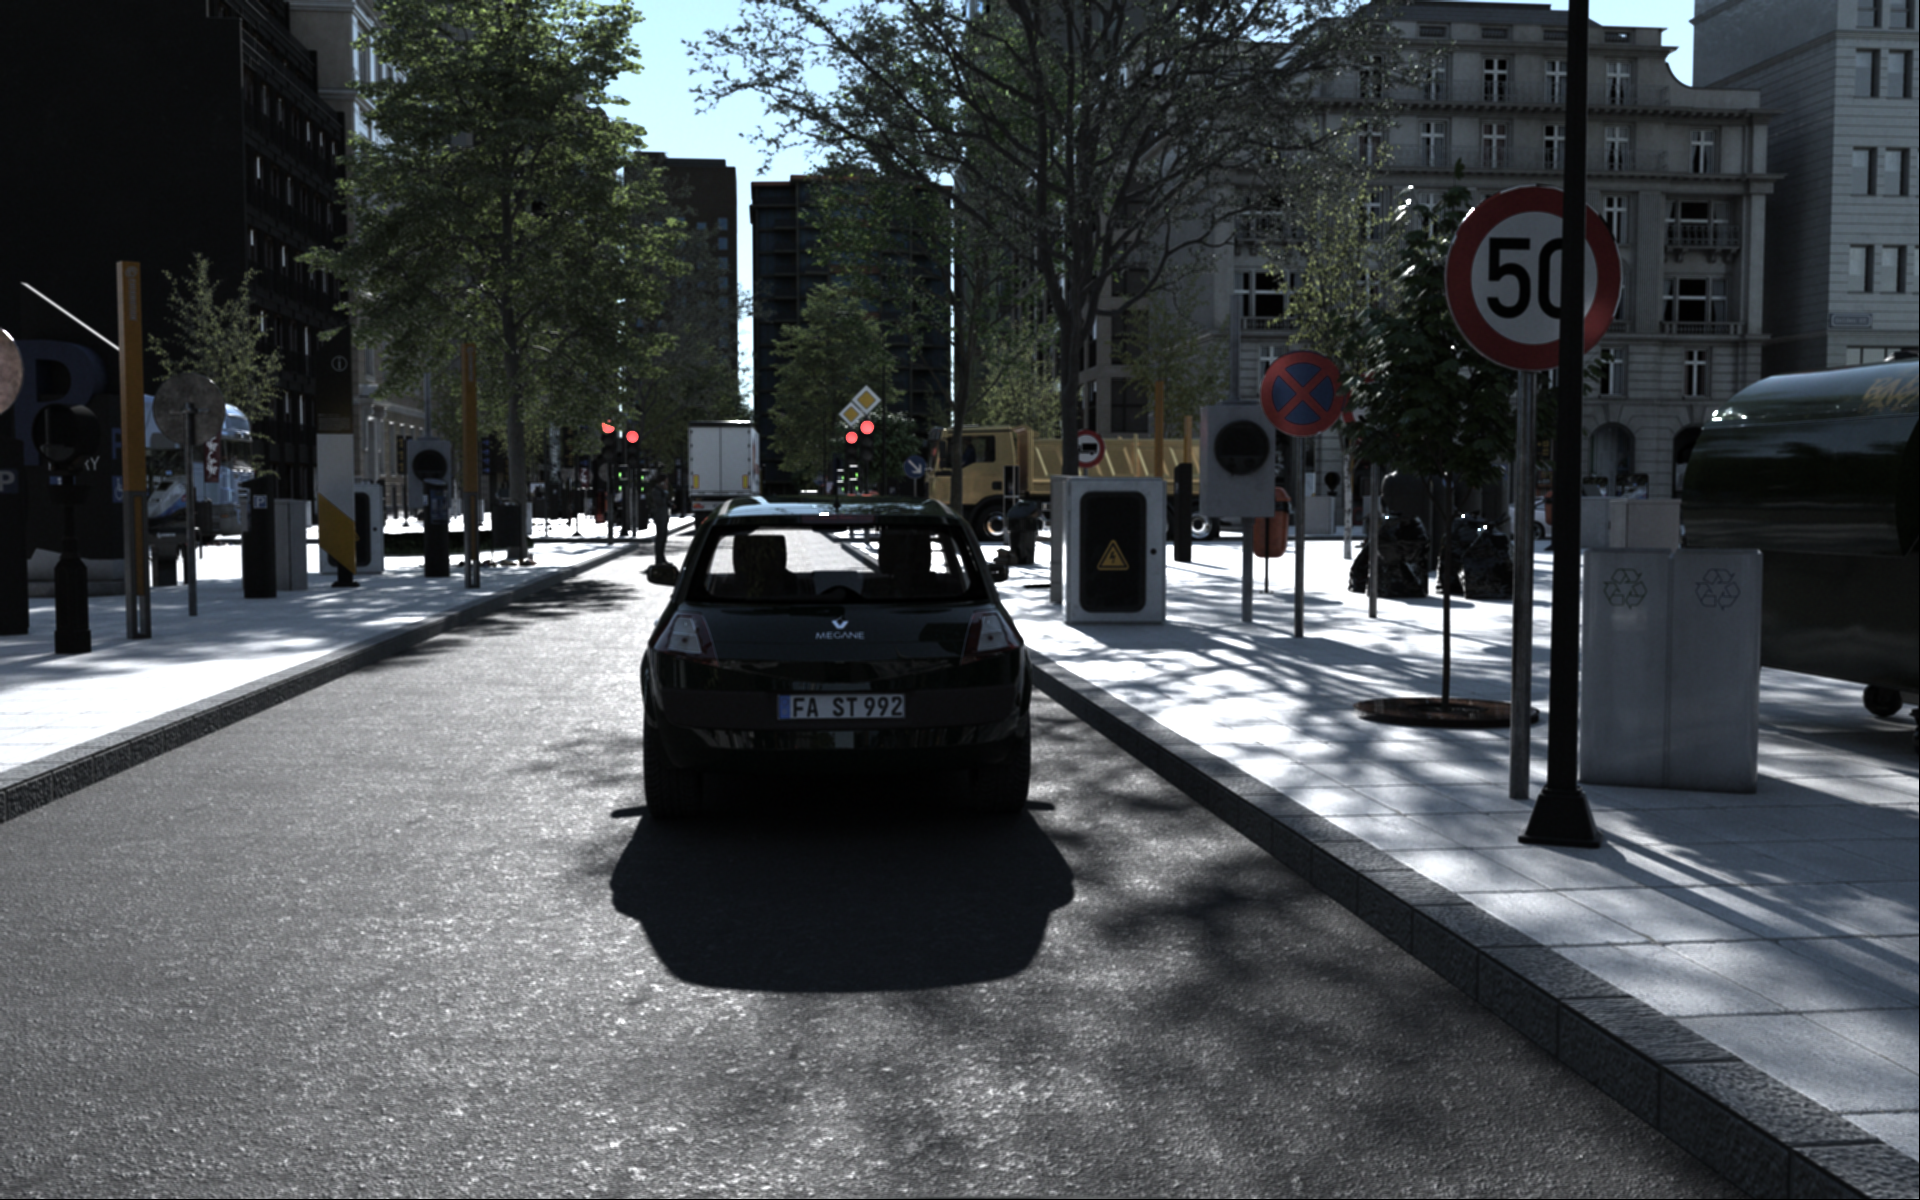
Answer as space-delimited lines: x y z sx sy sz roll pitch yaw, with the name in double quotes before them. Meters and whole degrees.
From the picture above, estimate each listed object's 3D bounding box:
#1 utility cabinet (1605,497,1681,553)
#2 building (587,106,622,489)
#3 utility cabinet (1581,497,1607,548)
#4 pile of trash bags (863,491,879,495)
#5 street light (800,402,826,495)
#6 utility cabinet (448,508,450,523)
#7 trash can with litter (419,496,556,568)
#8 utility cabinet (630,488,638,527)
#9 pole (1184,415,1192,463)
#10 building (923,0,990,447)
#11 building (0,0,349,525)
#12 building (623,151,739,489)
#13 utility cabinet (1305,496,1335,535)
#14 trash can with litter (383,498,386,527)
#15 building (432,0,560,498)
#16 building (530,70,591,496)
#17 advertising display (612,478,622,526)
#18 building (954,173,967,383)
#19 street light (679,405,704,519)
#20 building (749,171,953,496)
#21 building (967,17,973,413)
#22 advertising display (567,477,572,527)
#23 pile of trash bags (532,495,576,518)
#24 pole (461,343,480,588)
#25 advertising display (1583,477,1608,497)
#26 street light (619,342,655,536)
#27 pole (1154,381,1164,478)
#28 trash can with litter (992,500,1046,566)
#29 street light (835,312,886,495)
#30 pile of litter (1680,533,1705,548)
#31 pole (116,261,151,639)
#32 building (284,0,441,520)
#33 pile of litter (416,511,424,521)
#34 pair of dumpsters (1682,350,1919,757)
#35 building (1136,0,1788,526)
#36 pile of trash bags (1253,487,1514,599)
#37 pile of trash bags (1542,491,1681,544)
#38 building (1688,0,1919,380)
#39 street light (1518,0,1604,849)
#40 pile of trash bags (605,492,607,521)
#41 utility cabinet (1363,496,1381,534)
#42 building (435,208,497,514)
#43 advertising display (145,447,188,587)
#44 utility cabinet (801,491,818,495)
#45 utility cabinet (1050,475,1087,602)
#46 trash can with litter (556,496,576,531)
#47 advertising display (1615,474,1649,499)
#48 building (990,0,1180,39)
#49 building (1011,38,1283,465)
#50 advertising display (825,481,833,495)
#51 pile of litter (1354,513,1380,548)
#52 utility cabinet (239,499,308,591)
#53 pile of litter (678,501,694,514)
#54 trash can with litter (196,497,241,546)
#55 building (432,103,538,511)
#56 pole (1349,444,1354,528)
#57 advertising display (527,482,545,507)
"utility cabinet" 8.988 -0.709 22.749 1.020 1.237 0.306 -2 4 -28
"building" -58.135 -39.439 234.070 27.495 52.752 28.713 0 4 -6
"utility cabinet" 15.128 -1.812 40.794 1.020 1.237 0.306 2 4 28
"pile of trash bags" -1.653 -2.749 54.702 3.447 1.369 1.912 -3 5 -39
"street light" -7.370 -7.029 87.473 1.470 5.913 1.316 0 4 -6
"utility cabinet" -22.908 -3.976 76.168 1.020 1.237 0.306 2 4 25
"trash can with litter" -8.485 -1.215 30.921 2.233 1.210 1.678 0 4 -8
"utility cabinet" -12.640 -3.609 67.679 0.318 1.500 1.173 -2 4 -25
"pole" 5.913 -3.130 45.016 0.158 3.312 0.155 0 3 0
"building" 8.695 -52.689 174.134 22.319 86.520 31.000 0 4 -6
"building" -33.163 -14.729 70.503 12.332 23.373 15.834 0 4 -6
"building" -36.666 -35.463 229.922 14.200 45.320 14.600 0 4 -6
"utility cabinet" 11.326 -2.665 54.742 1.020 1.237 0.306 3 5 43
"trash can with litter" -22.322 -3.321 65.692 1.055 1.170 0.624 0 4 2
"building" -45.246 -43.325 146.609 20.563 71.187 20.611 0 4 -6
"building" -46.119 -32.308 178.342 14.200 45.320 14.600 0 4 -6
"advertising display" -13.799 -3.970 70.124 0.123 1.923 0.974 1 4 22
"building" 10.058 -37.557 237.753 21.600 48.544 21.300 0 4 -6
"street light" -14.027 -7.227 90.694 1.470 5.913 1.316 0 4 -6
"building" -15.597 -35.535 235.618 28.867 44.769 22.147 0 4 -6
"building" 7.368 -28.673 152.398 14.154 41.232 14.086 0 4 -6
"advertising display" -15.090 -3.774 66.924 0.123 1.923 0.974 -1 4 -9
"pile of trash bags" -22.116 -5.007 91.618 3.447 1.369 1.912 -2 4 -26
"pole" -6.655 -1.816 23.536 0.158 3.312 0.155 0 3 0
"advertising display" 24.134 -3.708 65.840 0.974 1.923 0.123 -1 4 -9
"street light" -9.664 -4.892 52.521 1.470 5.913 1.316 0 4 -6
"pole" 3.595 -2.291 31.302 0.158 3.312 0.155 0 3 0
"trash can with litter" 1.053 -1.217 31.277 0.624 1.170 1.055 2 4 32
"street light" -2.493 -4.395 44.399 1.470 5.913 1.316 0 4 -6
"pile of litter" 10.138 -0.638 24.397 1.719 0.858 1.176 -1 4 -13
"pole" -7.300 -1.312 15.301 0.158 3.312 0.155 0 3 0
"building" -34.884 -18.489 88.201 13.634 28.700 20.117 0 4 -6
"pile of litter" -25.297 -4.225 83.048 1.719 0.858 1.176 -2 4 -31
"pair of dumpsters" 5.150 -0.327 7.838 1.574 2.255 4.437 0 4 -7
"building" 20.849 -14.296 75.543 24.055 21.916 13.314 0 4 -6
"pile of trash bags" 5.385 -0.763 22.227 3.447 1.369 1.912 1 4 16
"pile of trash bags" 17.253 -2.213 45.930 3.447 1.369 1.912 1 4 15
"building" 49.098 -18.290 76.531 29.804 29.767 11.434 0 4 -6
"street light" 1.696 -2.059 6.205 1.470 5.913 1.316 0 4 -6
"pile of trash bags" -16.458 -4.438 82.316 1.912 1.369 3.447 0 4 6
"utility cabinet" 13.285 -2.720 55.627 0.306 1.237 1.020 3 4 38
"building" -37.947 -16.419 110.250 13.314 21.916 24.055 0 4 -6
"advertising display" -11.108 -1.157 24.138 0.123 1.923 0.974 1 4 16
"utility cabinet" -10.879 -7.115 125.014 1.173 1.500 0.318 0 4 5
"utility cabinet" 1.429 -0.736 20.709 0.318 1.500 1.173 1 4 23
"trash can with litter" -14.760 -2.995 60.031 2.233 1.210 1.678 -3 5 -42
"advertising display" 21.383 -3.054 55.147 0.974 1.923 0.123 2 4 25
"building" 9.116 -27.807 138.246 14.154 41.232 14.086 0 4 -6
"building" 15.240 -18.837 112.498 19.350 26.468 34.151 0 4 -6
"advertising display" -6.065 -4.829 84.167 0.974 1.923 0.123 1 4 13
"pile of litter" 10.021 -1.662 41.137 1.176 0.858 1.719 0 4 -4
"utility cabinet" -9.219 -0.741 23.281 1.020 1.237 0.306 2 4 31
"pile of litter" -17.770 -5.996 111.995 1.176 0.858 1.719 -1 4 -9
"trash can with litter" -18.498 -1.957 43.058 2.233 1.210 1.678 0 4 -6
"building" -40.219 -21.974 130.979 14.160 30.474 14.107 0 4 -6
"pole" 14.715 -4.365 65.203 0.158 3.312 0.155 0 3 0
"advertising display" -22.994 -5.460 94.486 0.974 1.923 0.123 0 4 4
